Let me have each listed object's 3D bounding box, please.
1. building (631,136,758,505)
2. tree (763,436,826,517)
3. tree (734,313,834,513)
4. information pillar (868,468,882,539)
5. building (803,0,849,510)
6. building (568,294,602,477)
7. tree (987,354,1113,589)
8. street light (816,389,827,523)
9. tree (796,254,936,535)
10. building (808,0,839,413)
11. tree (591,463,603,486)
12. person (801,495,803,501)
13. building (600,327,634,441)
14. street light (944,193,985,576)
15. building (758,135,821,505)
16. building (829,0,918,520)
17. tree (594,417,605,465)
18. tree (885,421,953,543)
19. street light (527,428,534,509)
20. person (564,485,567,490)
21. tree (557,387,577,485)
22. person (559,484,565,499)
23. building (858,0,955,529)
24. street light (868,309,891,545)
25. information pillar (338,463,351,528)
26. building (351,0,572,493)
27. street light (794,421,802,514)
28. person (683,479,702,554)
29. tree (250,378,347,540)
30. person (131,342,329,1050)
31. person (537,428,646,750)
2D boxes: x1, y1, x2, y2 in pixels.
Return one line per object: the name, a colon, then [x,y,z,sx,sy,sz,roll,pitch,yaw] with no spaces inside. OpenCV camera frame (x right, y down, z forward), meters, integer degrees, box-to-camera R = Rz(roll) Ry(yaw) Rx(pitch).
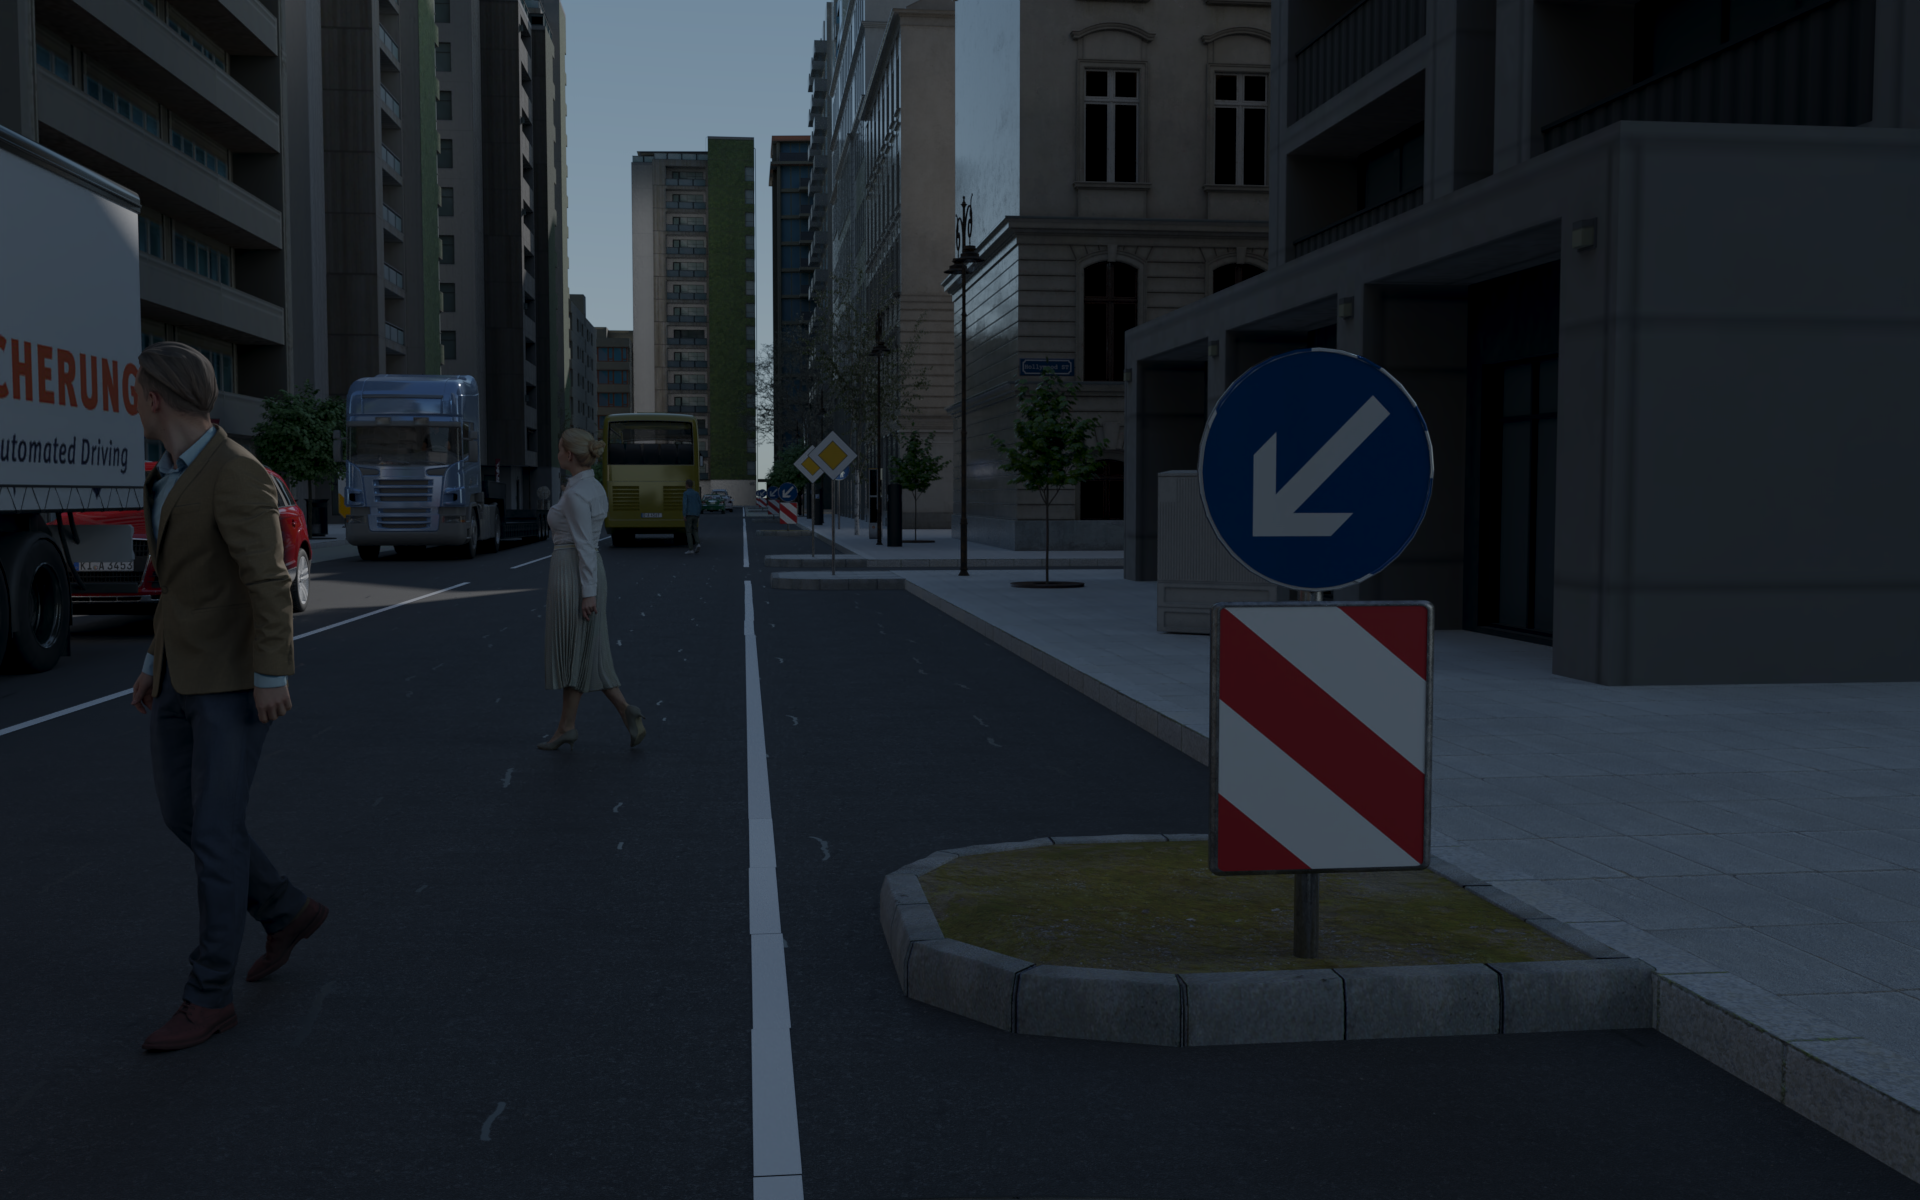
building: [-30.640,-31.623,200.633,14.086,41.232,14.154,0,4,-7]
tree: [-9.022,-7.035,98.733,4.285,4.588,4.351,0,3,0]
tree: [-10.078,-12.608,116.510,12.009,13.543,11.850,0,3,0]
information pillar: [-2.414,-2.755,49.541,0.304,2.012,0.304,1,4,22]
building: [-0.892,-50.440,137.370,22.319,86.520,31.000,0,4,-7]
building: [-50.760,-19.683,166.857,28.899,21.520,27.650,0,4,-7]
tree: [1.097,-1.789,23.852,1.663,3.219,1.824,0,3,0]
street light: [-6.071,-6.331,76.307,0.468,5.910,1.993,0,4,-7]
tree: [-3.007,-6.347,54.136,4.360,8.622,3.978,0,3,0]
building: [-3.396,-33.642,169.650,23.786,49.044,30.456,0,4,-7]
tree: [-31.681,-10.500,155.382,4.285,4.588,4.351,0,3,0]
person: [-17.159,-11.075,190.520,0.436,1.711,0.756,2,4,32]
building: [-52.629,-21.946,203.856,28.899,21.520,27.650,0,4,-7]
street light: [0.061,-3.317,27.014,0.468,5.910,1.993,0,4,-7]
building: [-9.739,-33.752,206.470,28.867,44.769,22.147,0,4,-7]
building: [-0.898,-19.478,95.964,11.434,29.767,29.804,0,4,-7]
tree: [-33.045,-13.103,164.595,4.737,8.622,4.395,0,3,0]
tree: [-1.241,-3.137,45.897,1.663,3.219,1.824,0,3,0]
street light: [-24.736,-7.747,99.446,0.468,5.910,1.993,0,4,-7]
person: [-15.827,-3.719,69.505,0.583,1.804,0.606,-3,5,-41]
tree: [-26.454,-9.880,111.897,4.360,8.622,3.978,0,3,0]
person: [-16.177,-3.831,70.912,0.659,1.850,0.755,1,4,22]
building: [1.322,-13.606,71.603,9.793,20.994,18.267,0,4,-7]
street light: [-2.032,-4.324,43.482,0.468,5.910,1.993,0,4,-7]
information pillar: [-23.411,-4.557,65.866,0.183,3.616,0.504,2,4,34]
building: [-38.917,-27.773,137.680,14.154,41.232,14.086,0,4,-7]
street light: [-10.234,-8.338,109.117,0.468,5.910,1.993,0,4,-7]
person: [-6.415,-1.994,41.447,0.601,1.785,0.444,-3,5,-41]
tree: [-18.446,-3.995,49.036,4.285,4.588,4.351,0,3,0]
person: [-2.064,0.222,4.785,0.656,1.842,0.836,1,4,12]
person: [-2.063,-0.059,9.684,0.641,1.798,0.478,1,4,15]
